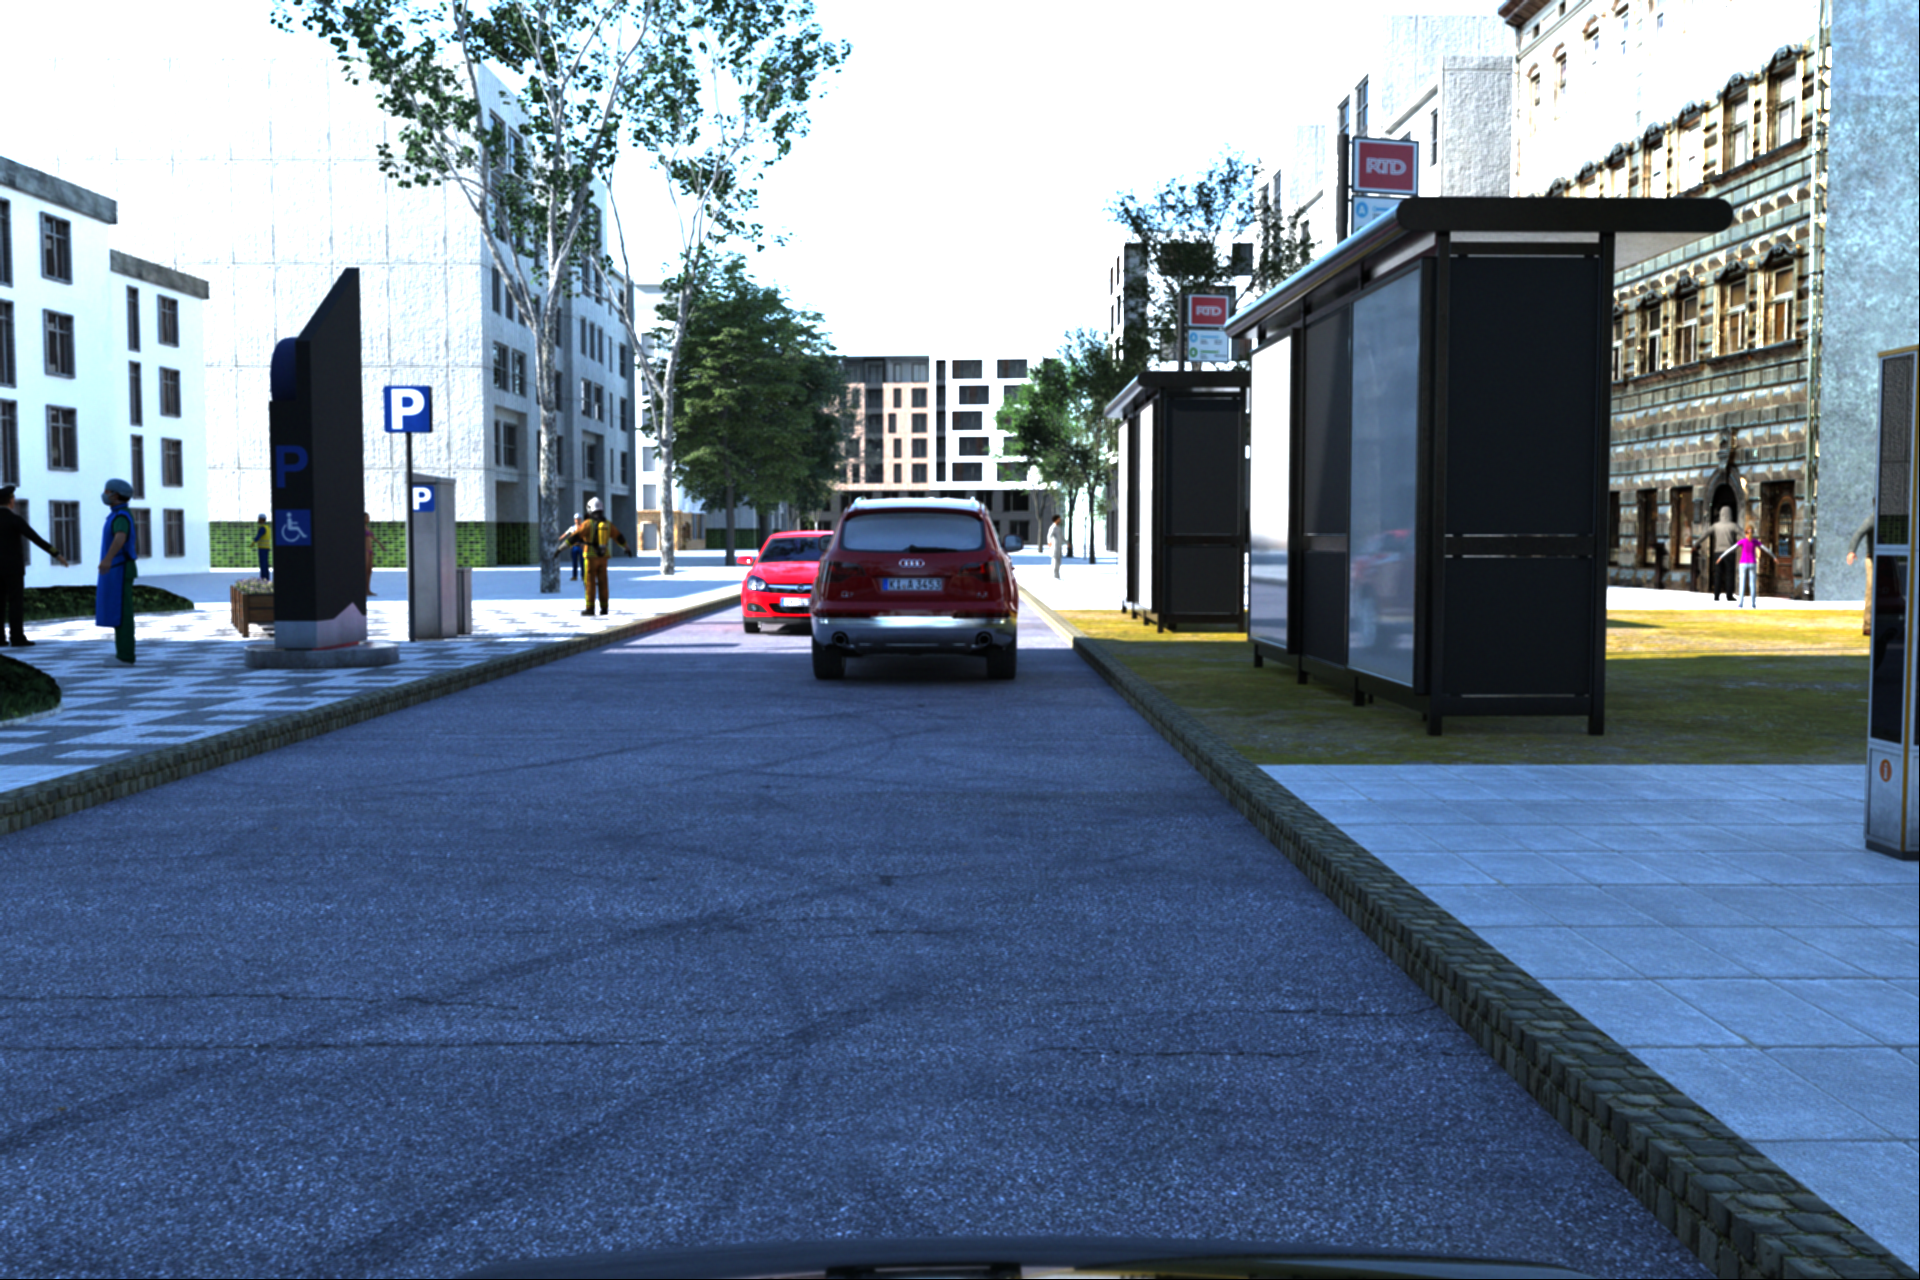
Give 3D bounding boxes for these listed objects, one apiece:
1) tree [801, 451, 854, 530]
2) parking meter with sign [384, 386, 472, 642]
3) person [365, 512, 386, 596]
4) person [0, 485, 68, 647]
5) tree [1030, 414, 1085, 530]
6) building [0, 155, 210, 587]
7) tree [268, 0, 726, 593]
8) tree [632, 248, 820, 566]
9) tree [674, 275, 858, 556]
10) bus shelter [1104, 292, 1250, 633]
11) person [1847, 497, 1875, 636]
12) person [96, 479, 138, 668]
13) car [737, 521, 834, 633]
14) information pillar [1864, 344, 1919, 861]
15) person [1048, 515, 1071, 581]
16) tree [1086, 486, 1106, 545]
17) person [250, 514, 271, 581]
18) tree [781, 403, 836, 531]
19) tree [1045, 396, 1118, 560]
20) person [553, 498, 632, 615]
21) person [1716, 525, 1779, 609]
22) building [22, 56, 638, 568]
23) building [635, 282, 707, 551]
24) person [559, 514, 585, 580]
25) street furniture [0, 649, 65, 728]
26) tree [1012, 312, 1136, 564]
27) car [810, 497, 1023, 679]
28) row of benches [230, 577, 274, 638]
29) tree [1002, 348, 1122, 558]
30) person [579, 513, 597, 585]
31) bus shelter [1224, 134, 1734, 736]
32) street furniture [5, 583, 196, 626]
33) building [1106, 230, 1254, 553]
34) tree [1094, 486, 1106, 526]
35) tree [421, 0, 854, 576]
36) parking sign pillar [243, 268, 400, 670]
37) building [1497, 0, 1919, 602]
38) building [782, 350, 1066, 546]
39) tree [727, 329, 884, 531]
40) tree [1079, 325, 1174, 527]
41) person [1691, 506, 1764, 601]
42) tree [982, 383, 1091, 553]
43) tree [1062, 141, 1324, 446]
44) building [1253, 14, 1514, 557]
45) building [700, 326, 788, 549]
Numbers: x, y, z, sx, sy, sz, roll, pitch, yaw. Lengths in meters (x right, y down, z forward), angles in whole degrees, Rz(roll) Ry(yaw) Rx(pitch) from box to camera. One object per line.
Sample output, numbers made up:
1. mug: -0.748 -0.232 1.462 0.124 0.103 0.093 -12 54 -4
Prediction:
1. tree: -9.667 -10.008 113.991 4.360 8.622 3.978 0 3 0
2. parking meter with sign: -6.473 -1.530 21.284 0.543 3.016 1.738 0 4 2
3. person: -12.292 -1.789 36.053 0.721 1.733 1.217 1 4 8
4. person: -10.879 -0.848 19.807 1.347 1.837 0.705 0 4 8
5. tree: 5.696 -9.382 103.757 4.360 8.622 3.978 0 3 0
6. building: -25.738 -6.212 43.718 9.099 9.664 28.070 0 3 0
7. tree: -10.359 -11.131 37.879 12.611 20.169 13.585 0 3 0
8. tree: -9.677 -9.264 69.597 7.486 12.596 7.792 0 3 0
9. tree: -9.623 -10.854 84.126 9.857 13.997 8.962 0 3 0
10. bus shelter: 3.403 -2.990 26.524 2.179 5.291 8.768 0 4 1
11. person: 11.642 -0.955 21.884 1.348 1.796 0.705 -2 4 -24
12. person: -8.181 -0.653 16.796 0.704 1.817 1.347 -1 4 -23
13. car: -2.258 -1.061 26.390 2.155 1.783 4.494 0 4 -1
14. information pillar: 3.842 -0.146 6.876 0.304 2.012 0.304 0 4 0
15. person: 2.664 -2.514 47.287 0.705 1.806 1.347 2 4 27
16. tree: 17.633 -15.757 207.988 4.360 8.622 3.978 0 3 0
17. person: -18.883 -2.501 46.866 0.705 1.833 1.349 0 4 -4
18. tree: -9.022 -8.831 94.747 4.737 8.622 4.395 0 3 0
19. tree: 6.264 -8.327 86.504 4.360 8.622 3.978 0 3 0
20. person: -5.778 -1.325 27.440 1.354 1.858 0.705 -3 5 -39
21. person: 13.591 -1.261 29.885 0.991 1.433 0.599 1 4 16
22. building: -26.269 -13.073 80.193 16.747 18.905 31.486 0 4 0
23. building: -25.998 -16.824 131.486 16.016 20.090 11.380 0 4 -1
24. person: -10.571 -2.576 47.968 1.347 1.847 0.705 0 4 4
25. street furniture: -8.855 0.359 9.759 5.734 0.657 10.072 -1 4 -11
26. tree: 5.408 -8.533 73.927 7.601 10.594 8.767 -3 5 -39
27. car: -0.437 -0.611 18.661 2.281 1.827 5.304 0 4 0
28. row of benches: -9.428 -0.483 23.361 1.422 0.672 4.104 -2 4 -24
29. tree: 6.203 -10.328 94.625 9.928 11.665 9.643 0 3 0
30. person: -9.301 -2.288 43.589 0.705 1.806 1.347 1 4 12
31. bus shelter: 3.668 -2.294 15.135 2.179 5.291 8.768 0 4 -2
32. street furniture: -15.303 -0.563 24.828 5.734 0.657 10.072 0 4 6
33. building: 24.932 -17.666 132.807 27.936 21.610 32.646 0 3 0
34. tree: 17.161 -15.463 203.186 4.737 8.622 4.395 0 3 0
35. tree: -10.069 -12.129 54.204 12.611 20.169 13.585 0 3 0
36. parking sign pillar: -6.289 -1.744 16.982 1.447 3.967 1.447 0 4 2
37. building: 25.266 -12.860 41.184 19.493 23.208 18.063 0 4 0
38. building: -4.021 -22.044 206.847 32.646 21.610 27.936 0 4 6
39. tree: -9.693 -11.862 104.315 12.009 13.543 11.850 0 3 0
40. tree: 5.707 -6.655 59.173 4.360 8.622 3.978 0 3 0
41. person: 14.629 -1.649 33.097 1.348 1.813 0.705 3 5 42
42. tree: 5.345 -11.609 115.570 9.928 11.665 9.643 0 3 0
43. tree: 6.074 -6.489 40.510 7.601 10.594 8.767 -3 5 -41
44. building: 22.601 -12.314 67.789 16.747 18.905 31.486 0 4 -1
45. building: -26.089 -18.136 162.979 16.747 18.905 31.486 0 4 0
